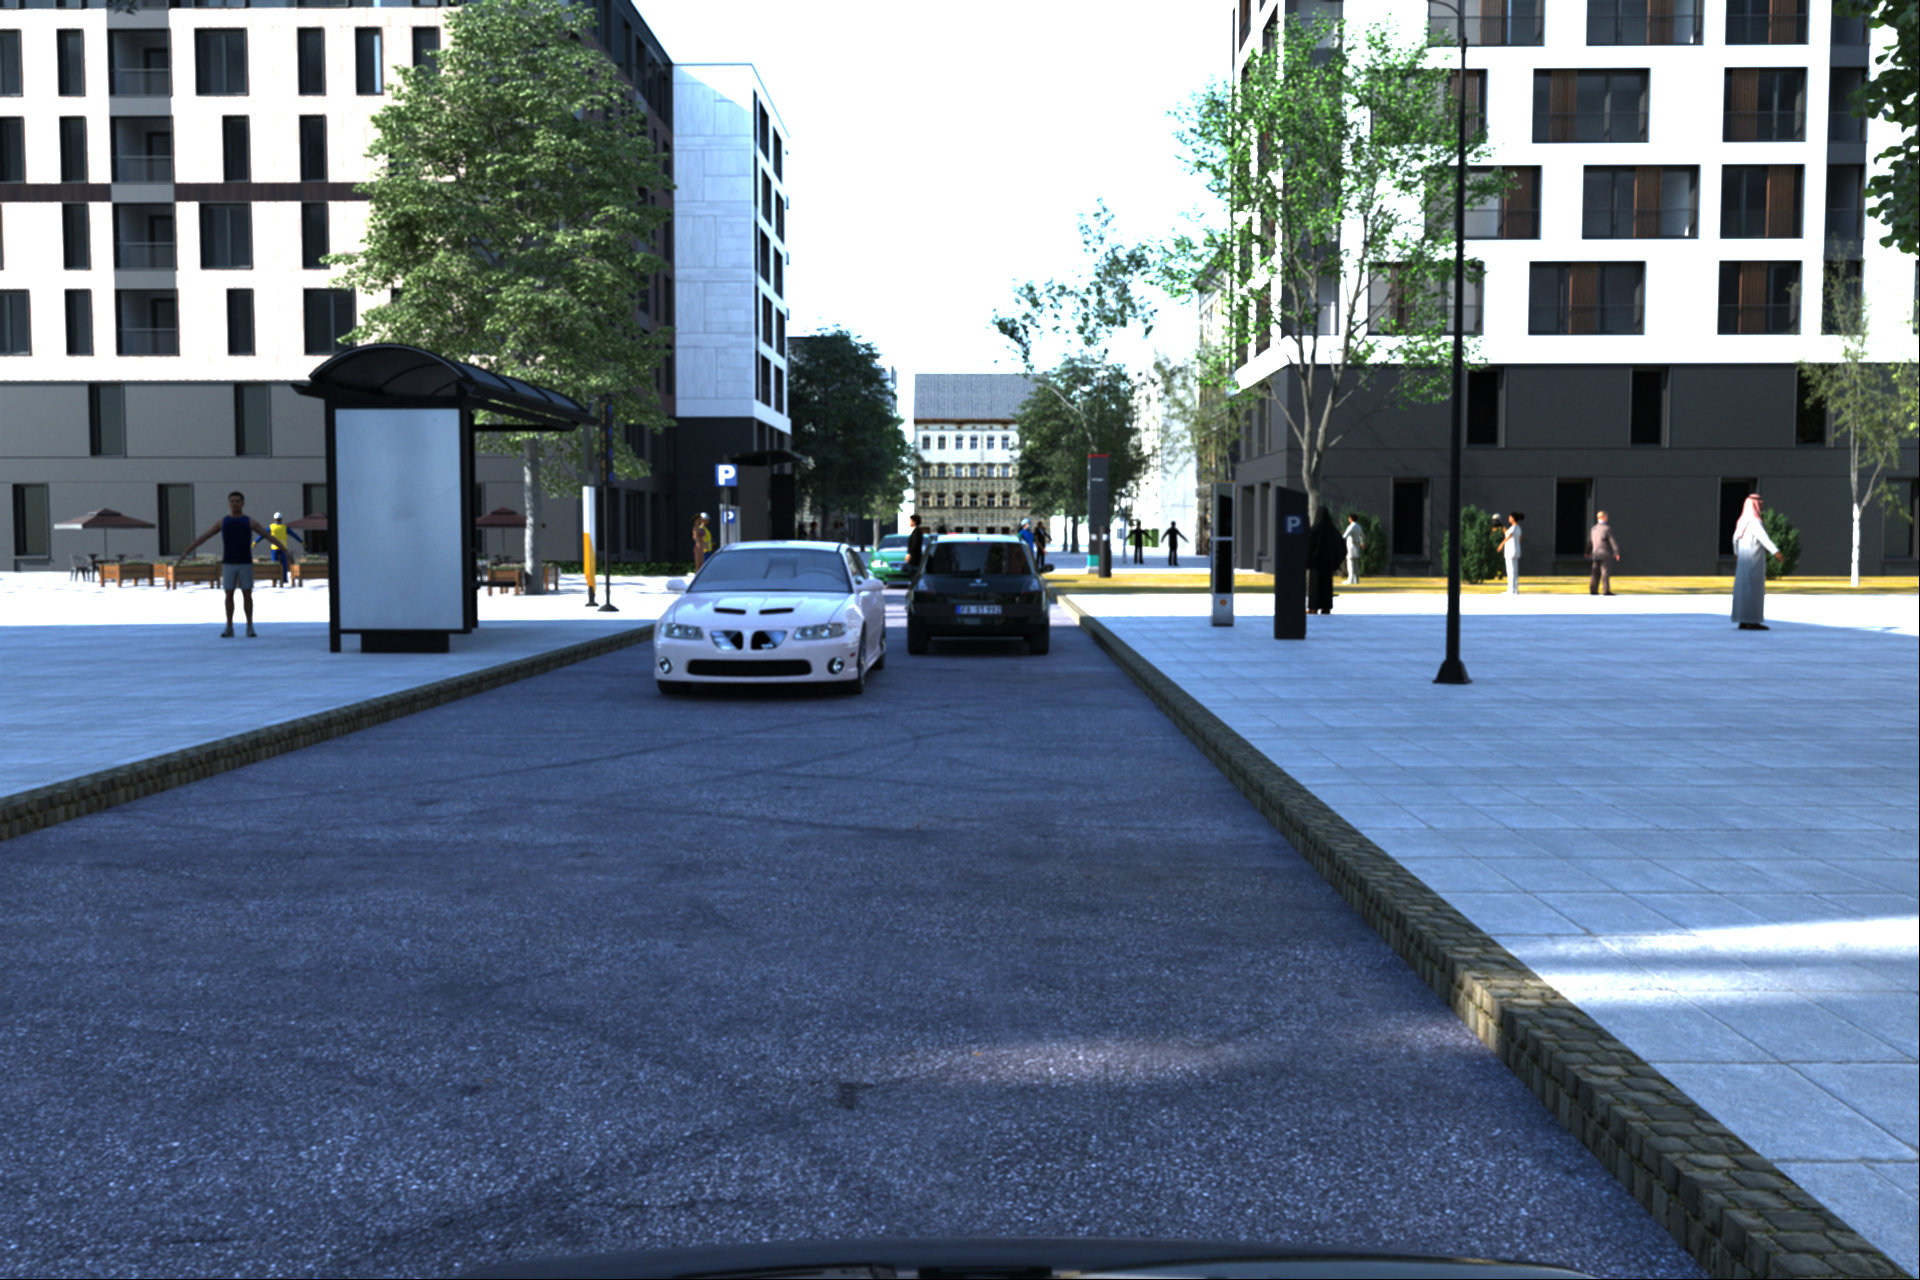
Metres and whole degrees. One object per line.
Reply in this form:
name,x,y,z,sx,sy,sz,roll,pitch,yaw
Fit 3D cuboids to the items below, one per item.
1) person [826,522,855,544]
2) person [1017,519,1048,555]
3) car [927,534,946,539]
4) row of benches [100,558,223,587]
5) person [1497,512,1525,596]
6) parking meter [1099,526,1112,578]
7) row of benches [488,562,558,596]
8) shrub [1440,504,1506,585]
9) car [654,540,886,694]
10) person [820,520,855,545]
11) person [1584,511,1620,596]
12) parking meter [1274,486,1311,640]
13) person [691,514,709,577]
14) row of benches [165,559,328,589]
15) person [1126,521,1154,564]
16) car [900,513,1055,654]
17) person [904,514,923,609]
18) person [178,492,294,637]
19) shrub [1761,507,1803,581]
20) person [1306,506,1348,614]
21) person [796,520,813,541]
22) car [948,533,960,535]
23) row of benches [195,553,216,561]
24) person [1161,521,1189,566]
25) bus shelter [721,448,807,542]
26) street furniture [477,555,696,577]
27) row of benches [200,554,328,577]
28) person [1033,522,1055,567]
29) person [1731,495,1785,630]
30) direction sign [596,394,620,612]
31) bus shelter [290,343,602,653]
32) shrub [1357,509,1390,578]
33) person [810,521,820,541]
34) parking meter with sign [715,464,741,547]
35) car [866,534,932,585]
person,-4.954,-4.042,72.360,1.348,1.796,0.705,-2,4,-29
person,1.698,-2.135,43.494,0.704,1.817,1.347,3,5,42
car,-1.191,-4.717,86.905,2.009,1.686,4.222,0,4,1
row of benches,-19.860,-1.739,43.894,1.422,0.672,4.104,1,4,22
person,11.430,-1.790,36.042,0.721,1.739,1.217,2,4,35
parking meter,4.271,-2.601,50.945,0.372,1.533,0.369,0,3,0
row of benches,-9.503,-1.362,37.724,1.422,0.672,4.104,0,4,-1
shrub,13.041,-2.452,44.130,1.661,2.075,1.752,0,3,0
car,-1.750,-0.286,17.030,2.083,1.381,4.827,0,4,1
person,-4.533,-3.518,63.644,1.348,1.813,0.705,0,4,2
person,13.396,-1.803,36.072,0.434,1.755,0.990,-1,4,-18
parking meter,4.051,-0.942,21.117,0.399,1.863,0.255,0,4,1
person,-5.722,-1.938,38.483,0.721,1.733,1.217,0,4,0
row of benches,-16.801,-1.597,41.576,4.104,0.672,1.422,-3,4,-38
person,7.714,-4.206,74.696,1.347,1.837,0.705,-1,4,-14
car,0.225,-0.748,22.013,2.009,1.686,4.222,0,4,0
person,-0.887,-1.488,32.967,0.705,1.806,1.347,0,4,2
person,-9.029,-0.947,21.644,1.345,1.807,0.704,-1,4,-16
shrub,22.373,-2.660,47.914,1.690,2.028,1.600,0,3,0
person,5.744,-1.284,27.788,1.214,1.737,0.721,-2,4,-27
person,-6.507,-3.994,71.079,1.354,1.856,0.705,3,5,43
car,-0.312,-7.608,133.437,2.155,1.783,4.494,0,4,1
row of benches,-23.985,-2.426,55.127,1.422,0.672,4.104,-2,4,-24
person,8.664,-3.915,70.241,1.346,1.802,0.704,3,5,42
bus shelter,-5.645,-3.627,50.577,1.731,3.624,6.357,0,4,1
street furniture,-11.873,-2.349,54.033,10.072,0.657,5.734,0,4,-7
row of benches,-20.534,-2.202,51.460,4.104,0.672,1.422,-3,5,-43
person,3.020,-3.485,63.693,1.216,1.740,0.721,-3,5,-39
person,10.686,-1.050,23.307,0.704,1.811,1.347,0,4,1
direction sign,-5.821,-2.235,28.538,0.379,3.537,0.876,0,4,2
bus shelter,-5.996,-1.663,21.114,2.014,3.302,5.546,0,4,2
shrub,11.877,-2.851,51.028,1.690,2.028,1.600,0,3,0
person,-6.186,-4.142,73.858,0.704,1.843,1.345,1,4,13
parking meter with sign,-5.819,-2.926,44.106,0.543,3.016,1.738,0,3,0
car,-1.445,-2.162,47.148,2.131,1.459,4.920,0,4,1
